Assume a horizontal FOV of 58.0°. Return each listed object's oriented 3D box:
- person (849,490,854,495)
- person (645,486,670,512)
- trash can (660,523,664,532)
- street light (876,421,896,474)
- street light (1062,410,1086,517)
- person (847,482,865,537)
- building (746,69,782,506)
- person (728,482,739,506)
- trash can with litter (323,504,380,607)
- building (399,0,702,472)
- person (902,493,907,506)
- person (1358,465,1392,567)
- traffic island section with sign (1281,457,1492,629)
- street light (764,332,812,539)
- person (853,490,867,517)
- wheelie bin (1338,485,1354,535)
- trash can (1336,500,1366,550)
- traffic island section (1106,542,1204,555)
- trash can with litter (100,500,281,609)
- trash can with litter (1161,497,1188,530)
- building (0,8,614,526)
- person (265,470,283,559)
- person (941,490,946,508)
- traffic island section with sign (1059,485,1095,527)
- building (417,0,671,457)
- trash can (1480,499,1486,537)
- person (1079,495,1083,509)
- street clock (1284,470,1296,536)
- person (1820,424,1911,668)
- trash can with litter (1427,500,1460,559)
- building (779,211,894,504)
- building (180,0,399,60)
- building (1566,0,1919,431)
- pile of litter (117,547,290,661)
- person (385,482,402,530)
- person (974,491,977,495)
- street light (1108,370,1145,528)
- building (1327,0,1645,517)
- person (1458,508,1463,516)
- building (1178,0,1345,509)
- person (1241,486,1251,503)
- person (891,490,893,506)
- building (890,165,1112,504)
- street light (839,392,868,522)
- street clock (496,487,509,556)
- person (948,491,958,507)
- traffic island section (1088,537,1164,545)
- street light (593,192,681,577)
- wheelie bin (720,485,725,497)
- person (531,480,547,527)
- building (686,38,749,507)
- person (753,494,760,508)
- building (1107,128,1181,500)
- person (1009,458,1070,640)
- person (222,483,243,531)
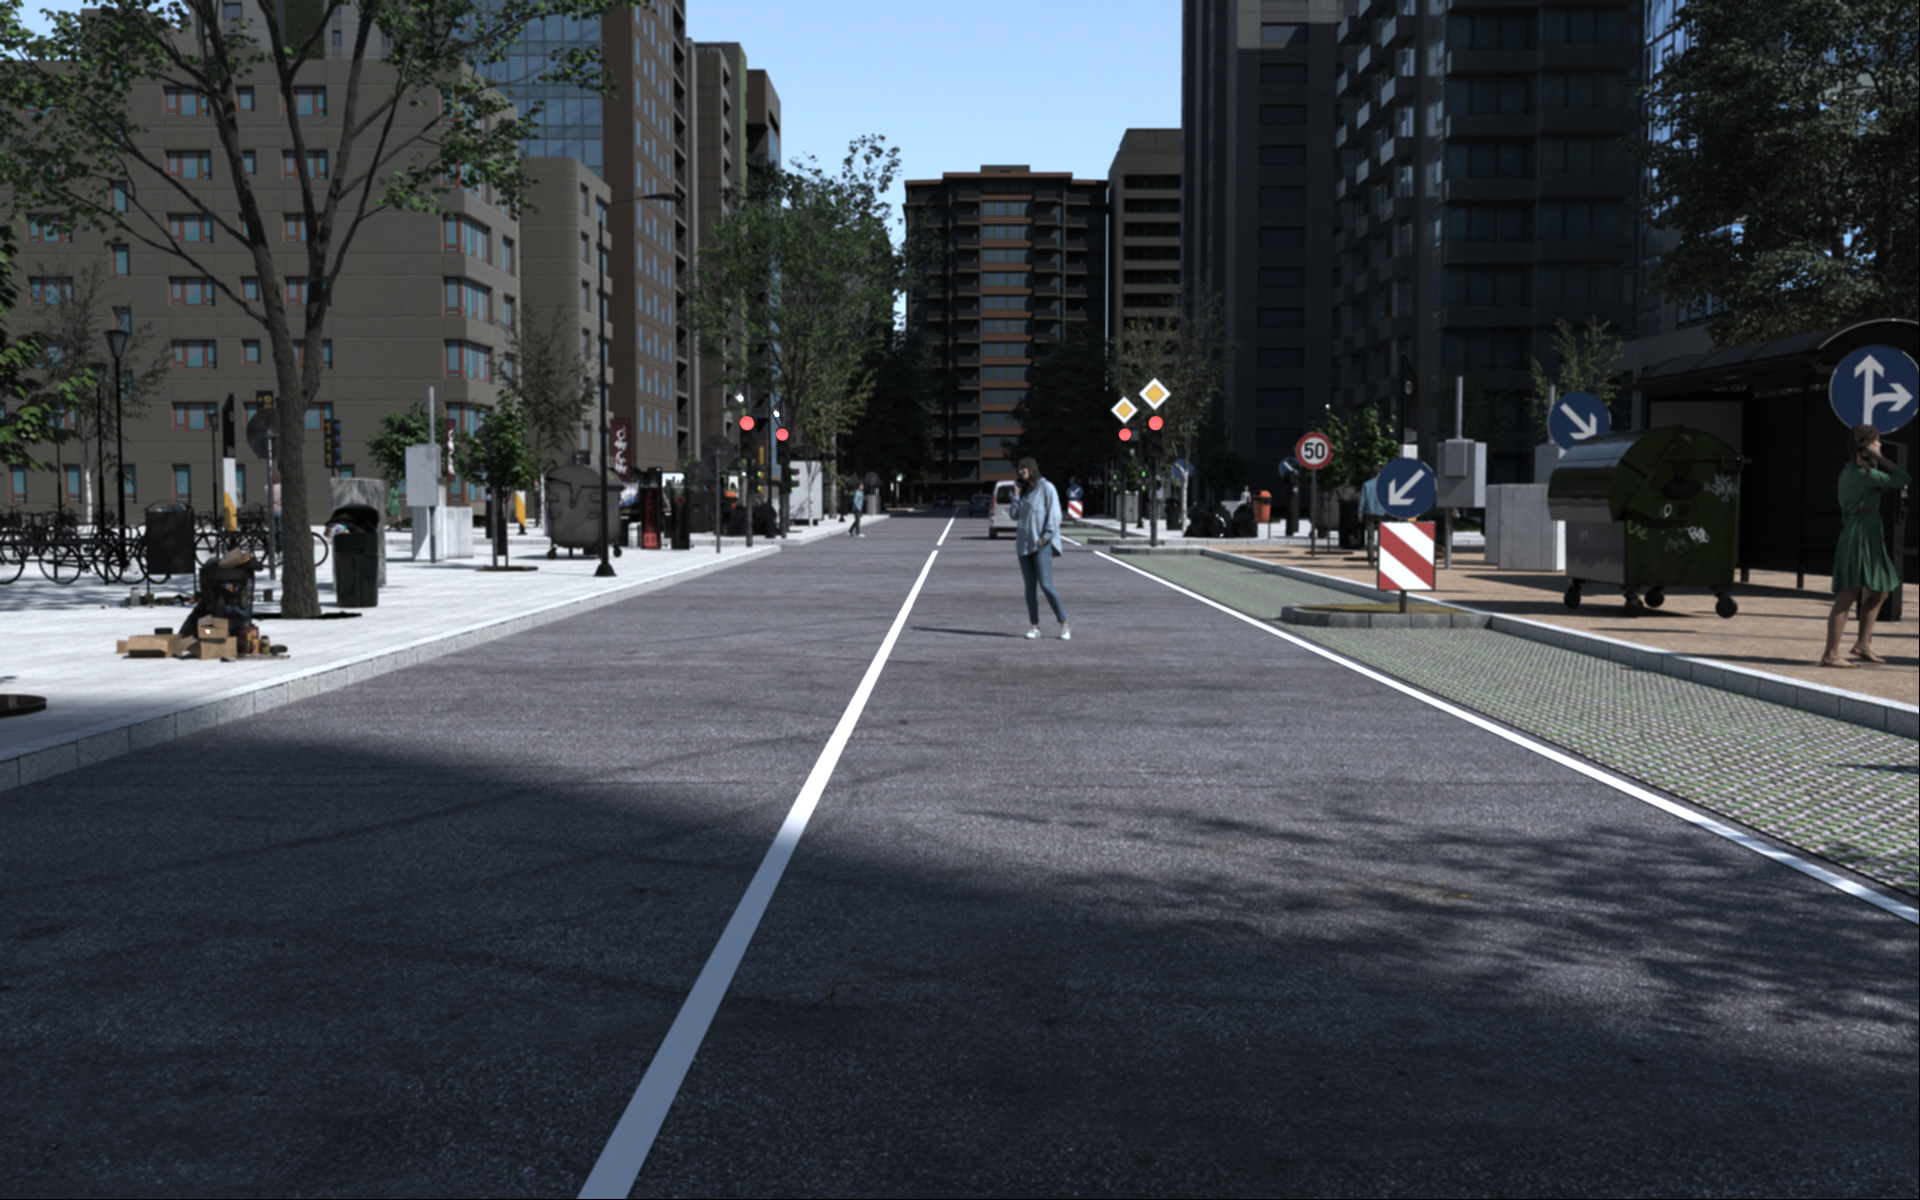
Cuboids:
[{"bbox_3d":[-11.918,-11.291,191.433,0.721,1.735,1.217,2,4,34],"label":"person"},{"bbox_3d":[-7.541,-2.225,42.703,0.678,1.792,0.850,-2,4,-27],"label":"person"},{"bbox_3d":[-10.026,-2.878,58.715,0.748,1.137,0.748,0,3,0],"label":"trash can"},{"bbox_3d":[-4.737,-8.377,109.506,1.470,5.913,1.316,0,4,0],"label":"street light"},{"bbox_3d":[6.281,-7.504,95.227,1.470,5.913,1.316,0,4,0],"label":"street light"},{"bbox_3d":[-3.493,-3.036,58.158,0.620,1.820,0.660,0,4,-4],"label":"person"},{"bbox_3d":[-26.378,-32.422,180.212,14.200,45.320,14.600,0,4,0],"label":"building"},{"bbox_3d":[-9.957,-4.262,75.968,0.600,1.795,0.529,-3,4,-39],"label":"person"},{"bbox_3d":[-6.989,-0.519,19.870,0.624,1.170,1.055,-1,4,-22],"label":"trash can with litter"},{"bbox_3d":[-29.912,-42.555,134.028,20.563,71.187,20.611,0,4,0],"label":"building"},{"bbox_3d":[-5.671,-10.390,176.843,0.541,1.710,0.530,2,4,33],"label":"person"},{"bbox_3d":[7.248,-1.457,30.207,0.601,1.785,0.444,1,4,14],"label":"person"},{"bbox_3d":[4.653,-0.650,19.259,1.989,1.847,2.006,0,4,0],"label":"traffic island section with sign"},{"bbox_3d":[-4.930,-4.722,49.742,1.470,5.913,1.316,0,4,0],"label":"street light"},{"bbox_3d":[-5.582,-5.477,95.873,0.678,1.792,0.850,-3,5,-45],"label":"person"},{"bbox_3d":[12.116,-2.818,53.990,0.693,1.594,0.980,1,4,16],"label":"wheelie bin"},{"bbox_3d":[9.091,-1.743,40.144,0.748,1.137,0.748,0,3,0],"label":"trash can"},{"bbox_3d":[4.714,-1.204,41.967,2.009,0.180,2.903,0,4,0],"label":"traffic island section"},{"bbox_3d":[-8.841,-0.568,20.342,2.233,1.210,1.678,-2,4,-24],"label":"trash can with litter"},{"bbox_3d":[7.634,-3.053,61.302,0.624,1.170,1.055,3,5,43],"label":"trash can with litter"},{"bbox_3d":[-33.557,-14.596,83.677,27.650,21.520,28.899,0,4,0],"label":"building"},{"bbox_3d":[-13.396,-1.678,34.075,0.593,1.750,0.643,0,4,1],"label":"person"},{"bbox_3d":[-1.789,-10.626,182.216,1.348,1.826,0.705,-2,4,-34],"label":"person"},{"bbox_3d":[4.824,-4.059,74.997,1.989,1.847,2.006,0,4,0],"label":"traffic island section with sign"},{"bbox_3d":[-26.741,-28.276,112.424,14.600,45.320,14.200,0,4,0],"label":"building"},{"bbox_3d":[15.907,-2.458,51.847,0.748,1.137,0.748,0,3,0],"label":"trash can"},{"bbox_3d":[10.679,-8.778,152.819,1.065,1.426,0.557,0,4,-2],"label":"person"},{"bbox_3d":[10.075,-2.956,52.903,0.358,2.002,0.471,2,4,35],"label":"street clock"},{"bbox_3d":[6.647,-0.400,12.829,0.529,1.795,0.600,0,4,1],"label":"person"},{"bbox_3d":[9.578,-1.411,34.455,0.624,1.170,1.055,1,4,22],"label":"trash can with litter"},{"bbox_3d":[-21.113,-33.439,238.607,23.993,40.220,32.217,0,4,0],"label":"building"},{"bbox_3d":[-61.863,-38.746,175.493,28.212,58.520,21.231,0,4,0],"label":"building"},{"bbox_3d":[43.722,-46.472,72.493,31.000,86.520,22.319,0,4,0],"label":"building"},{"bbox_3d":[-6.050,0.009,13.826,1.176,0.858,1.719,-3,4,-39],"label":"pile of litter"},{"bbox_3d":[-20.280,-3.409,62.027,0.529,1.795,0.600,1,4,10],"label":"person"},{"bbox_3d":[1.795,-10.635,182.938,0.990,1.755,0.434,-2,4,-26],"label":"person"},{"bbox_3d":[6.249,-5.661,65.094,1.470,5.913,1.316,0,4,0],"label":"street light"},{"bbox_3d":[36.413,-29.922,108.829,23.786,49.044,30.456,0,4,0],"label":"building"},{"bbox_3d":[25.874,-5.078,89.406,0.601,1.785,0.444,-2,4,-24],"label":"person"},{"bbox_3d":[32.412,-38.485,171.234,21.231,58.520,28.212,0,4,0],"label":"building"},{"bbox_3d":[14.217,-4.833,86.060,0.512,1.701,0.522,0,4,0],"label":"person"},{"bbox_3d":[-7.488,-11.407,193.333,0.721,1.735,1.217,1,4,16],"label":"person"},{"bbox_3d":[5.301,-35.387,233.204,28.867,44.769,22.147,0,4,0],"label":"building"},{"bbox_3d":[-4.871,-6.525,79.217,1.470,5.913,1.316,0,4,0],"label":"street light"},{"bbox_3d":[-9.559,-1.926,36.066,0.358,2.002,0.471,-2,4,-33],"label":"street clock"},{"bbox_3d":[-0.882,-11.061,189.485,1.348,1.807,0.705,2,4,29],"label":"person"},{"bbox_3d":[4.739,-1.692,49.952,2.009,0.180,2.903,0,4,0],"label":"traffic island section"},{"bbox_3d":[-4.992,-3.319,26.811,1.470,5.913,1.316,0,4,0],"label":"street light"},{"bbox_3d":[-8.921,-3.356,62.786,0.980,1.594,0.693,-2,4,-35],"label":"wheelie bin"},{"bbox_3d":[-16.356,-3.763,67.366,0.655,1.846,0.447,0,4,-2],"label":"person"},{"bbox_3d":[-26.474,-28.664,152.248,14.154,41.232,14.086,0,4,0],"label":"building"},{"bbox_3d":[-8.310,-3.706,70.907,0.640,1.303,0.475,-2,4,-33],"label":"person"},{"bbox_3d":[30.629,-37.244,232.644,21.600,48.544,21.300,0,4,0],"label":"building"},{"bbox_3d":[0.801,-0.516,17.202,0.793,1.790,0.793,1,4,15],"label":"person"},{"bbox_3d":[-24.619,-3.196,58.475,0.709,1.800,0.728,-1,4,-12],"label":"person"}]
